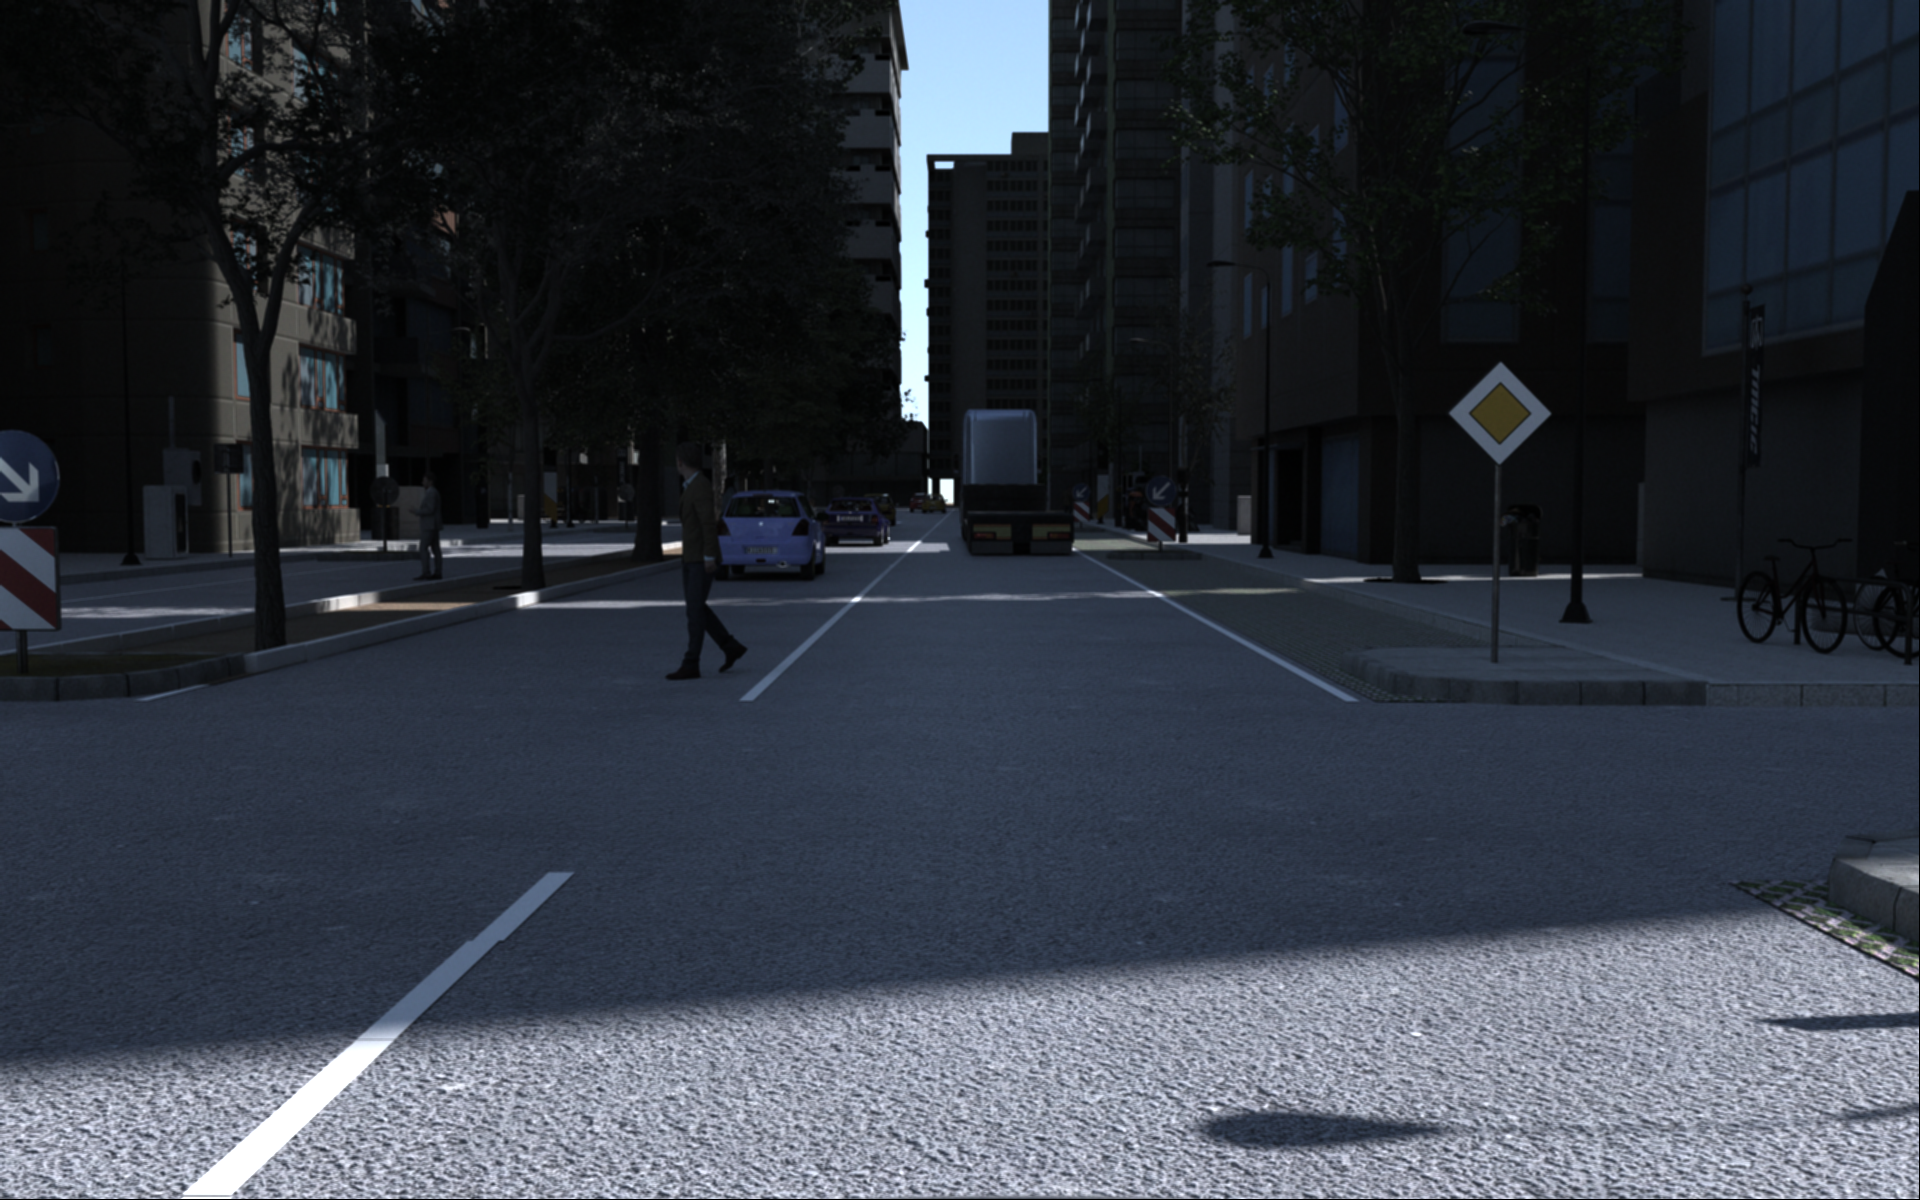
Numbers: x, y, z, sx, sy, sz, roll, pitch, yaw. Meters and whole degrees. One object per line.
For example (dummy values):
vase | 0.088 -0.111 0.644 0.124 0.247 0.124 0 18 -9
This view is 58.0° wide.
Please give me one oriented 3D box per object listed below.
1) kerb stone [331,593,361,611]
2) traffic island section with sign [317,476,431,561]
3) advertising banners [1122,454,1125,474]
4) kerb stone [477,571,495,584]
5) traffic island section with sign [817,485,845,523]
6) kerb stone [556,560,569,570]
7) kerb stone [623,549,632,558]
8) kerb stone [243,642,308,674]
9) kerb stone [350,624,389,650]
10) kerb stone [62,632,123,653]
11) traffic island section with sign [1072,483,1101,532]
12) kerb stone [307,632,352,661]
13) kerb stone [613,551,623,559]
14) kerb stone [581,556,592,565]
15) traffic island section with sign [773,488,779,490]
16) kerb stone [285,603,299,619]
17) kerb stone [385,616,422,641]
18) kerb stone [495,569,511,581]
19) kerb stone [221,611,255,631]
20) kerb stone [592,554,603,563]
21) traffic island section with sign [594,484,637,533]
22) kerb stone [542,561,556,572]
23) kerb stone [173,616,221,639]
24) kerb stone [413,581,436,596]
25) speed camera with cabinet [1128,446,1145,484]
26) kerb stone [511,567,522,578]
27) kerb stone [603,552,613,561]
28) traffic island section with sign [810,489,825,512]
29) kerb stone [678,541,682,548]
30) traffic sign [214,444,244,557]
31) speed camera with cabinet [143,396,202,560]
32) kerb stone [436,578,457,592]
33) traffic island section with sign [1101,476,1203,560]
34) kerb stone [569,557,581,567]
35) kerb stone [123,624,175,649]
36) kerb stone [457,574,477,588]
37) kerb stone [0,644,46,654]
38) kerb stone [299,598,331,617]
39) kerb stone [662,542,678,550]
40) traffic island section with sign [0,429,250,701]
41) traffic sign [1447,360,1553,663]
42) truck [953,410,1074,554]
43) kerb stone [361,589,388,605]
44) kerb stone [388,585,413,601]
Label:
kerb stone | -7.709 0.042 21.512 0.120 0.150 1.000 0 4 0
traffic island section with sign | -12.731 -1.790 37.902 1.989 1.847 2.006 0 4 0
advertising banners | 7.402 -4.935 76.876 0.090 3.025 2.074 1 4 18
kerb stone | -7.674 -0.331 27.671 0.120 0.150 1.000 0 4 0
traffic island section with sign | -6.241 -4.888 88.053 2.006 1.907 1.989 0 4 0
kerb stone | -7.642 -0.649 32.814 0.120 0.150 1.000 0 4 0
kerb stone | -7.596 -1.027 38.990 0.120 0.150 1.000 0 4 0
kerb stone | -5.656 0.483 14.293 0.120 0.150 1.000 0 4 0
kerb stone | -5.638 0.362 16.337 0.120 0.150 1.000 0 4 0
kerb stone | -7.751 0.419 15.350 0.120 0.150 1.000 0 4 0
traffic island section with sign | 4.417 -3.461 65.223 1.989 1.847 2.006 0 4 0
kerb stone | -5.638 0.425 15.315 0.120 0.150 1.000 0 4 0
kerb stone | -7.609 -0.962 37.964 0.120 0.150 1.000 0 4 0
kerb stone | -7.630 -0.775 34.873 0.120 0.150 1.000 0 4 0
traffic island section with sign | -12.243 -6.527 115.341 1.989 1.847 2.006 0 4 0
kerb stone | -7.716 0.169 19.466 0.120 0.150 1.000 0 4 0
kerb stone | -5.633 0.296 17.359 0.120 0.150 1.000 0 4 0
kerb stone | -7.670 -0.397 28.693 0.120 0.150 1.000 0 4 0
kerb stone | -7.722 0.230 18.441 0.120 0.150 1.000 0 4 0
kerb stone | -7.621 -0.839 35.914 0.120 0.150 1.000 0 4 0
traffic island section with sign | -12.560 -3.448 64.995 1.989 1.847 2.006 0 4 0
kerb stone | -7.650 -0.586 31.782 0.120 0.150 1.000 0 4 0
kerb stone | -7.735 0.293 17.412 0.120 0.150 1.000 0 4 0
kerb stone | -7.691 -0.146 24.581 0.120 0.150 1.000 0 4 0
speed camera with cabinet | 7.130 -4.723 71.561 0.660 3.252 2.038 0 4 -6
kerb stone | -7.658 -0.461 29.727 0.120 0.150 1.000 0 4 0
kerb stone | -7.613 -0.902 36.942 0.120 0.150 1.000 0 4 0
traffic island section with sign | -12.072 -8.175 142.295 1.989 1.847 2.006 0 4 0
kerb stone | -7.554 -1.466 46.168 0.120 0.150 1.000 0 4 0
traffic sign | -14.809 -2.017 35.100 0.606 2.300 0.079 0 4 2
speed camera with cabinet | -15.666 -2.455 34.472 0.660 3.252 2.038 -1 4 -9
kerb stone | -7.681 -0.209 25.610 0.120 0.150 1.000 0 4 0
traffic island section with sign | 4.255 -1.813 38.269 1.989 1.847 2.006 0 4 0
kerb stone | -7.632 -0.707 33.852 0.120 0.150 1.000 0 4 0
kerb stone | -7.738 0.359 16.376 0.120 0.150 1.000 0 4 0
kerb stone | -7.672 -0.272 26.643 0.120 0.150 1.000 0 4 0
kerb stone | -7.752 0.482 14.322 0.120 0.150 1.000 0 4 0
kerb stone | -7.717 0.104 20.490 0.120 0.150 1.000 0 4 0
kerb stone | -7.561 -1.402 45.142 0.120 0.150 1.000 0 4 0
traffic island section with sign | -6.697 -0.292 12.916 2.006 1.907 1.989 0 4 0
traffic sign | 4.063 -0.579 13.112 0.795 2.450 0.064 0 4 0
truck | 1.332 -3.646 49.369 2.967 4.110 18.799 0 4 -1
kerb stone | -7.700 -0.019 22.534 0.120 0.150 1.000 0 4 0
kerb stone | -7.697 -0.083 23.559 0.120 0.150 1.000 0 4 0
